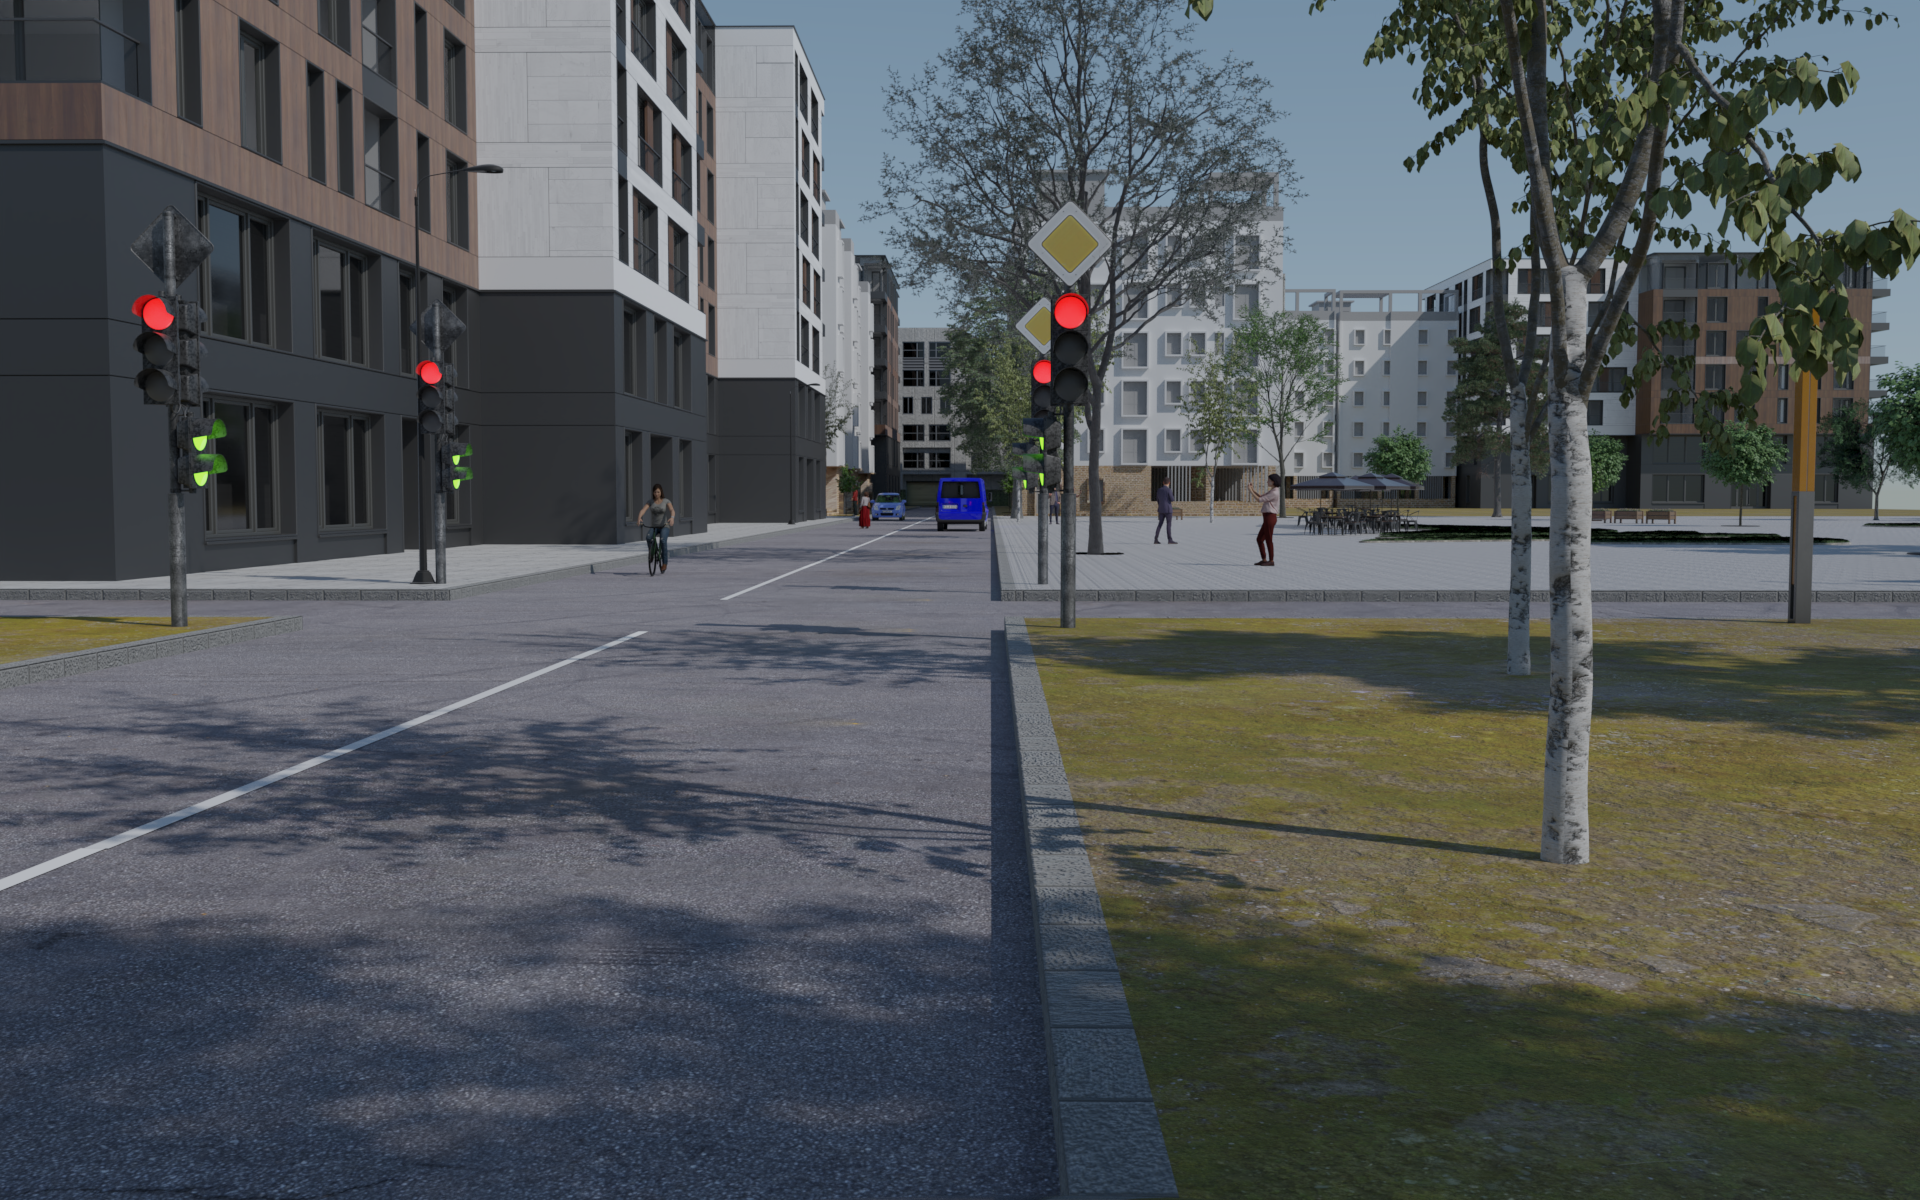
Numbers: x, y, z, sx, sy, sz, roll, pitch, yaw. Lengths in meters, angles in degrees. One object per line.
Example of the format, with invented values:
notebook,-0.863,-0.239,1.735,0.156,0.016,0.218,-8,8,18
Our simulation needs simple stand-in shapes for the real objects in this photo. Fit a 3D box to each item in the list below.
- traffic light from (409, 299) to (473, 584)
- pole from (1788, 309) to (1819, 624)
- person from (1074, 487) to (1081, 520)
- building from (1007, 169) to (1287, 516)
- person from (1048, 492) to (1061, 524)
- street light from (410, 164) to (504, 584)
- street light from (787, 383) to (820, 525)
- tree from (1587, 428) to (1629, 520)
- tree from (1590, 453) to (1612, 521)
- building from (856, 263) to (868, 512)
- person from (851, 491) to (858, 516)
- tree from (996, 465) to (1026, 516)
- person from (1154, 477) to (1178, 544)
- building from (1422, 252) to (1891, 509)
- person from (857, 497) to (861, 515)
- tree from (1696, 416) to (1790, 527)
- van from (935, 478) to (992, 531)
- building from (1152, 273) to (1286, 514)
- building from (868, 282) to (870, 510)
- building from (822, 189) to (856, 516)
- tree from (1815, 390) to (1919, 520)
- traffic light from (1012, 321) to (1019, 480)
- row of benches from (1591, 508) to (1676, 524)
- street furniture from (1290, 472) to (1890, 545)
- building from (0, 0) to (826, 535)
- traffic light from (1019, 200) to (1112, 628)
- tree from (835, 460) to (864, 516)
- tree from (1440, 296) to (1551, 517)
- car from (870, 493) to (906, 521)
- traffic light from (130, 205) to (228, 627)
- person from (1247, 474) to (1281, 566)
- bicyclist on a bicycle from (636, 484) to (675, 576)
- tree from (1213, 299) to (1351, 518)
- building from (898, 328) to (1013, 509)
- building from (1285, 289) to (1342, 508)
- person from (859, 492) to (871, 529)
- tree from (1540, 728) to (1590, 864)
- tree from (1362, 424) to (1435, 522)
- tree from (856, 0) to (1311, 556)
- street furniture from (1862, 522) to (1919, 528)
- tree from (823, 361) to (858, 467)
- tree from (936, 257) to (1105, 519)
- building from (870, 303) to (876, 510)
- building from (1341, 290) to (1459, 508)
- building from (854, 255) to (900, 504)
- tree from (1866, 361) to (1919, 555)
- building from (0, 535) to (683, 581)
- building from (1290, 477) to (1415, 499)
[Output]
traffic light,-7.401,-2.165,24.638,0.839,4.213,0.868,0,4,1
pole,8.341,-1.423,17.116,0.158,3.312,0.155,0,3,0
person,5.642,-4.723,84.724,0.517,1.644,0.566,-1,4,-21
building,10.906,-15.311,106.754,16.016,20.091,11.380,0,4,1
person,4.002,-4.074,73.179,0.617,1.759,0.750,0,4,-5
street light,-7.124,-3.181,24.552,1.470,5.913,1.316,0,4,1
street light,-6.540,-6.120,72.608,1.470,5.913,1.316,0,4,1
tree,31.358,-6.235,85.660,4.285,4.588,4.351,0,3,0
tree,30.122,-5.360,82.237,1.663,3.219,1.824,0,3,0
building,-14.802,-15.949,117.192,16.016,20.091,11.380,0,4,1
person,-6.212,-5.874,102.015,0.705,1.831,1.348,0,4,4
tree,3.367,-7.491,117.072,1.663,3.219,1.824,0,3,0
person,5.271,-2.287,44.348,0.530,1.710,0.541,-2,4,-29
building,62.338,-19.355,160.422,32.646,21.610,27.936,0,4,1
person,-6.291,-5.863,105.163,0.557,1.426,1.065,1,4,21
tree,31.013,-5.192,68.605,4.285,4.588,4.351,0,3,0
van,0.109,-3.905,68.225,2.240,2.365,5.245,0,4,2
building,12.929,-16.006,128.152,16.747,18.905,31.486,0,4,1
building,-15.275,-16.645,128.560,16.016,20.091,11.380,0,4,1
building,-14.989,-15.255,105.834,16.016,20.091,11.380,0,4,1
tree,52.582,-7.367,83.364,20.602,7.101,11.467,-1,4,-13
traffic light,1.159,-2.156,24.503,0.839,4.213,0.868,0,4,1
row of benches,29.283,-3.679,75.618,1.422,0.672,4.104,-3,5,-43
street furniture,17.874,-3.220,57.672,14.083,1.986,27.439,0,4,7
building,-21.202,-14.068,73.989,27.936,21.610,32.646,0,4,1
traffic light,1.018,-1.668,16.520,0.839,4.213,0.868,0,4,1
tree,-6.561,-6.411,99.418,1.663,3.219,1.824,0,3,0
tree,29.660,-10.600,95.370,6.751,12.117,7.091,0,3,0
car,-3.871,-5.165,94.036,1.945,1.707,3.694,0,4,1
traffic light,-7.542,-1.676,16.654,0.839,4.213,0.868,0,4,1
person,5.412,-1.429,30.862,0.517,1.644,0.566,-3,5,-41
bicyclist on a bicycle,-5.334,-1.256,30.560,1.499,1.676,1.625,0,4,1
tree,17.227,-10.216,92.794,9.928,11.665,9.643,0,3,0
building,8.121,-19.925,192.229,31.486,18.905,16.747,0,4,1
building,29.010,-18.958,166.378,11.380,20.091,16.016,0,4,1
person,-3.953,-3.730,71.948,0.523,1.526,0.387,-2,4,-29
tree,1.925,-3.383,5.680,4.737,8.622,4.395,0,3,0
tree,20.461,-5.942,80.873,4.285,4.588,4.351,0,3,0
tree,2.783,-7.708,36.393,12.009,13.543,11.850,0,3,0
street furniture,42.992,-3.140,56.371,14.083,1.986,27.439,0,4,-2
tree,-7.660,-8.820,94.573,4.360,8.622,3.978,0,3,0
tree,2.927,-11.225,90.181,9.857,13.997,8.962,0,3,0
building,-14.910,-17.356,140.195,16.016,20.091,11.380,0,4,1
building,40.404,-18.999,167.060,11.380,20.091,16.016,0,4,1
building,-22.408,-19.468,162.283,32.646,21.610,27.936,0,4,1
tree,20.908,-3.229,36.502,4.285,4.588,4.351,0,3,0
building,-22.629,-12.064,41.218,27.936,21.610,32.646,0,4,1
building,39.605,-19.901,191.846,31.486,18.905,16.747,0,4,1
